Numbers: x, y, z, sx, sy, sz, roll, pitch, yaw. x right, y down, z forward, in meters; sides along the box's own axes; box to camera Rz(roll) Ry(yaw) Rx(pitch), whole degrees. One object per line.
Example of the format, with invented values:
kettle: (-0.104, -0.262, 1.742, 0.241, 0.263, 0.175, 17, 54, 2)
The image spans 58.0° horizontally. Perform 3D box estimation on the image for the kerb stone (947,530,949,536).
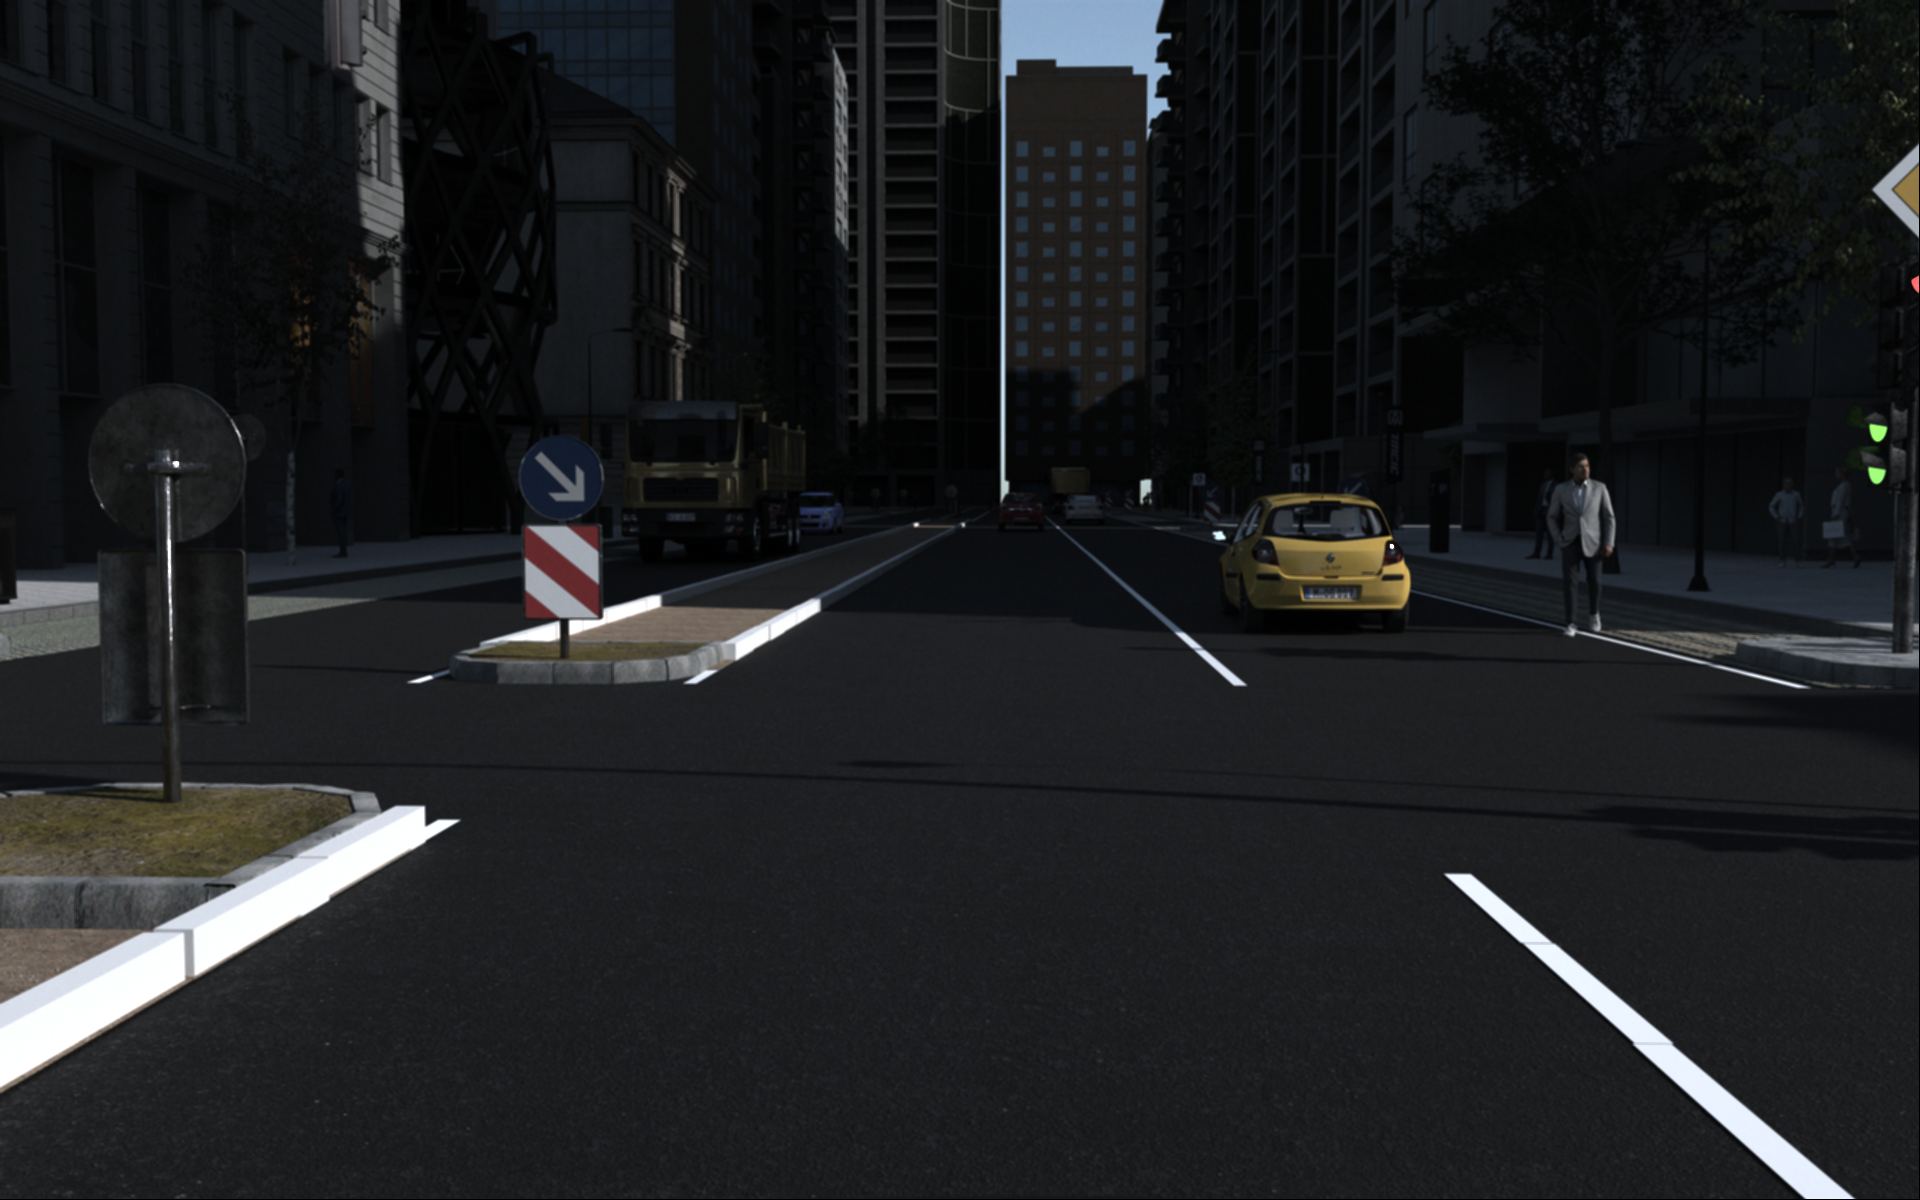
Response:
kerb stone: (-0.530, -2.154, 57.415, 0.120, 0.150, 1.000, 0, 4, 2)

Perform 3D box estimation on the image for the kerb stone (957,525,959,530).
kerb stone: (-0.215, -2.719, 66.648, 0.120, 0.150, 1.000, 0, 4, 2)

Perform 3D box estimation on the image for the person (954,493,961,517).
person: (-0.178, -5.924, 106.272, 0.530, 1.710, 0.541, 0, 4, 3)

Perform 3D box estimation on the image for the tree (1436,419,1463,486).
tree: (19.571, -4.966, 64.904, 4.285, 4.588, 4.351, 0, 3, 0)

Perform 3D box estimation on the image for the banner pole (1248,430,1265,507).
banner pole: (11.488, -4.735, 67.441, 0.863, 3.779, 0.401, -1, 4, -15)

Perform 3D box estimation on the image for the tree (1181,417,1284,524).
tree: (12.244, -5.556, 74.555, 4.285, 4.588, 4.351, 0, 3, 0)

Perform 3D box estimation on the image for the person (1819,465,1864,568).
person: (15.226, -1.435, 29.862, 0.694, 1.780, 0.624, -3, 5, -40)

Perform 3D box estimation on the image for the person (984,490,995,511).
person: (2.490, -8.359, 145.887, 1.217, 1.743, 0.721, -3, 5, -44)

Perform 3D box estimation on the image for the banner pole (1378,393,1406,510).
banner pole: (10.613, -3.233, 42.879, 0.863, 3.779, 0.401, -1, 4, -13)

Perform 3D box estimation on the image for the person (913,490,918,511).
person: (-3.857, -8.575, 148.799, 0.705, 1.812, 1.348, 0, 4, 0)

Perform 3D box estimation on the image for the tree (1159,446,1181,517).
tree: (12.918, -7.045, 98.892, 4.285, 4.588, 4.351, 0, 3, 0)

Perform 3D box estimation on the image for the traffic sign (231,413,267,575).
traffic sign: (-11.339, -1.669, 27.402, 0.768, 2.556, 0.104, 0, 4, 6)

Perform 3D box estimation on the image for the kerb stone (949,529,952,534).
kerb stone: (-0.454, -2.273, 59.464, 0.120, 0.150, 1.000, 0, 4, 2)

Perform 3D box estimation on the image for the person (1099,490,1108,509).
person: (12.844, -8.918, 154.868, 0.990, 1.755, 0.434, -1, 4, -13)

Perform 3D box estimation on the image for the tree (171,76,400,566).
tree: (-12.078, -4.933, 31.018, 4.360, 8.622, 3.978, 0, 3, 0)

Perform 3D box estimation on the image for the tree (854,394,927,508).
tree: (-6.469, -13.802, 160.075, 7.601, 10.594, 8.767, 0, 4, 7)

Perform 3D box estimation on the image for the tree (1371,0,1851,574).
tree: (10.156, -5.704, 27.672, 7.601, 10.594, 8.767, 1, 4, 12)

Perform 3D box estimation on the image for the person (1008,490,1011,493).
person: (4.572, -9.296, 160.459, 0.705, 1.831, 1.348, 1, 4, 9)

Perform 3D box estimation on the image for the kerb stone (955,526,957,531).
kerb stone: (-0.284, -2.594, 64.600, 0.120, 0.150, 1.000, 0, 4, 2)

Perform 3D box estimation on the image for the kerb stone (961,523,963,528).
kerb stone: (-0.069, -2.968, 70.741, 0.120, 0.150, 1.000, 0, 4, 2)

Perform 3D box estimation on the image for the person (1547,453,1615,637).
person: (6.317, -0.568, 17.636, 0.661, 1.843, 0.795, 2, 4, 23)

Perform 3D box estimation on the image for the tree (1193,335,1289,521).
tree: (13.061, -7.988, 80.968, 4.737, 8.622, 4.395, 0, 3, 0)

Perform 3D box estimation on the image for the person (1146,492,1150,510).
person: (15.394, -8.087, 141.490, 0.991, 1.433, 0.599, -2, 4, -28)

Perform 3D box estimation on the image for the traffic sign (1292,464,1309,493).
traffic sign: (11.337, -3.403, 57.767, 0.606, 2.300, 0.079, 0, 4, 4)

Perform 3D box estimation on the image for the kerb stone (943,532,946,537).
kerb stone: (-0.601, -2.029, 55.372, 0.120, 0.150, 1.000, 0, 4, 2)

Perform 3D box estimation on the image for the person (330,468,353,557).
person: (-12.545, -1.767, 35.119, 0.419, 1.800, 0.721, 0, 4, -7)

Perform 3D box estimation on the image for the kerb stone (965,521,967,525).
kerb stone: (0.114, -3.282, 75.862, 0.120, 0.150, 1.000, 0, 4, 2)

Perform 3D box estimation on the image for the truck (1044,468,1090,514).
truck: (7.901, -7.934, 125.648, 3.469, 3.379, 9.791, 0, 4, 2)

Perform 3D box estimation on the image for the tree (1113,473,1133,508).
tree: (15.076, -10.018, 158.388, 1.663, 3.219, 1.824, 0, 3, 0)

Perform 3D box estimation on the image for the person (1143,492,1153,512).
person: (13.521, -7.055, 124.580, 0.628, 1.438, 0.799, 3, 5, 44)

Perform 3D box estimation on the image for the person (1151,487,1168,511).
person: (14.697, -7.466, 128.187, 1.350, 1.814, 0.705, 1, 4, 17)

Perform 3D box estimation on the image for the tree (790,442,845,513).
tree: (-9.583, -7.316, 103.337, 4.285, 4.588, 4.351, 0, 3, 0)

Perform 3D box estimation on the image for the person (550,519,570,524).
person: (-11.578, -2.658, 49.984, 0.515, 1.767, 0.782, 1, 4, 17)

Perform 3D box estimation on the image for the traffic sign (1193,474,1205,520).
traffic sign: (11.845, -5.117, 85.789, 0.606, 2.300, 0.079, 1, 4, 10)

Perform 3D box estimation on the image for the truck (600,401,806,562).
truck: (-5.415, -2.630, 38.917, 3.469, 3.379, 9.791, 0, 4, 3)

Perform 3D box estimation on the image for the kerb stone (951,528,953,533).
kerb stone: (-0.422, -2.342, 60.486, 0.120, 0.150, 1.000, 0, 4, 2)

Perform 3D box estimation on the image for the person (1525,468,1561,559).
person: (11.564, -1.707, 34.138, 0.419, 1.800, 0.721, -2, 4, -33)

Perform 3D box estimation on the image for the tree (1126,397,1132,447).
tree: (13.511, -10.383, 120.131, 4.360, 8.622, 3.978, 0, 3, 0)

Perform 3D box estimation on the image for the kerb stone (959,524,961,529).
kerb stone: (-0.145, -2.841, 68.697, 0.120, 0.150, 1.000, 0, 4, 2)

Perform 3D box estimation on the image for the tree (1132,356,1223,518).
tree: (12.202, -8.690, 92.441, 4.360, 8.622, 3.978, 0, 3, 0)

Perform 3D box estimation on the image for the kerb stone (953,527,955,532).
kerb stone: (-0.346, -2.468, 62.547, 0.120, 0.150, 1.000, 0, 4, 2)

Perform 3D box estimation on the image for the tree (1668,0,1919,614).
tree: (9.827, -4.140, 18.056, 4.737, 8.622, 4.395, 0, 3, 0)

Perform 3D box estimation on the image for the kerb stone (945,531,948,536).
kerb stone: (-0.560, -2.092, 56.393, 0.120, 0.150, 1.000, 0, 4, 2)

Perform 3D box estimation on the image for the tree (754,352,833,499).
tree: (-8.907, -8.519, 89.646, 4.360, 8.622, 3.978, 0, 3, 0)

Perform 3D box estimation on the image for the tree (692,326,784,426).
tree: (-9.491, -7.644, 75.349, 4.737, 8.622, 4.395, 0, 3, 0)

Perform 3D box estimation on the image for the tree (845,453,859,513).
tree: (-8.567, -8.256, 118.701, 4.285, 4.588, 4.351, 0, 3, 0)

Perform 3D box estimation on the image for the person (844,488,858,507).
person: (-10.477, -9.833, 166.809, 1.348, 1.824, 0.705, 1, 4, 11)

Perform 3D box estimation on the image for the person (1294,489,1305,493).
person: (15.810, -4.543, 80.309, 0.713, 1.824, 0.794, 1, 4, 21)

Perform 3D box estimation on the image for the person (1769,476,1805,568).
person: (14.395, -1.363, 30.136, 0.589, 1.601, 0.330, 2, 4, 24)

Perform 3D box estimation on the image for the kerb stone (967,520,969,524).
kerb stone: (0.236, -3.533, 79.960, 0.120, 0.150, 1.000, 0, 4, 2)
